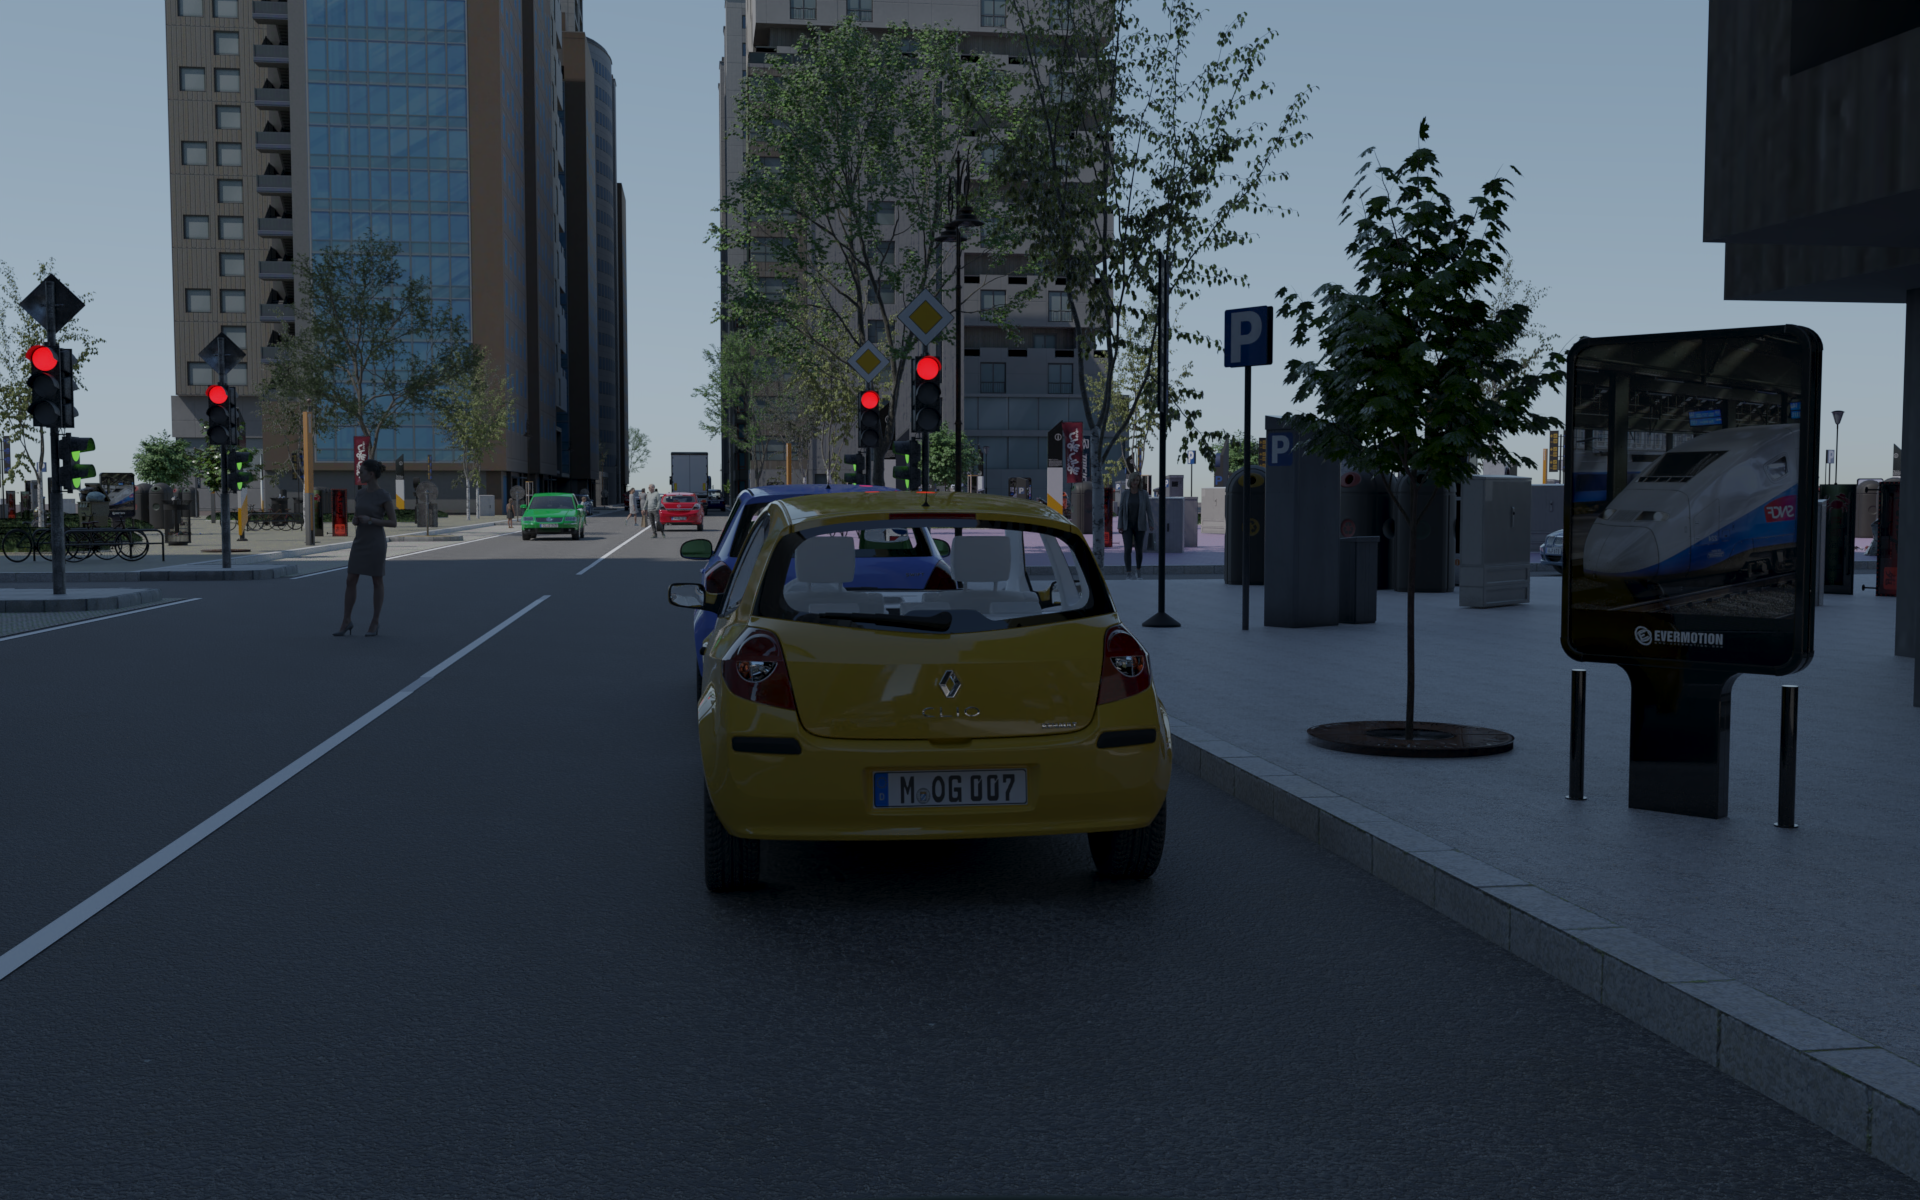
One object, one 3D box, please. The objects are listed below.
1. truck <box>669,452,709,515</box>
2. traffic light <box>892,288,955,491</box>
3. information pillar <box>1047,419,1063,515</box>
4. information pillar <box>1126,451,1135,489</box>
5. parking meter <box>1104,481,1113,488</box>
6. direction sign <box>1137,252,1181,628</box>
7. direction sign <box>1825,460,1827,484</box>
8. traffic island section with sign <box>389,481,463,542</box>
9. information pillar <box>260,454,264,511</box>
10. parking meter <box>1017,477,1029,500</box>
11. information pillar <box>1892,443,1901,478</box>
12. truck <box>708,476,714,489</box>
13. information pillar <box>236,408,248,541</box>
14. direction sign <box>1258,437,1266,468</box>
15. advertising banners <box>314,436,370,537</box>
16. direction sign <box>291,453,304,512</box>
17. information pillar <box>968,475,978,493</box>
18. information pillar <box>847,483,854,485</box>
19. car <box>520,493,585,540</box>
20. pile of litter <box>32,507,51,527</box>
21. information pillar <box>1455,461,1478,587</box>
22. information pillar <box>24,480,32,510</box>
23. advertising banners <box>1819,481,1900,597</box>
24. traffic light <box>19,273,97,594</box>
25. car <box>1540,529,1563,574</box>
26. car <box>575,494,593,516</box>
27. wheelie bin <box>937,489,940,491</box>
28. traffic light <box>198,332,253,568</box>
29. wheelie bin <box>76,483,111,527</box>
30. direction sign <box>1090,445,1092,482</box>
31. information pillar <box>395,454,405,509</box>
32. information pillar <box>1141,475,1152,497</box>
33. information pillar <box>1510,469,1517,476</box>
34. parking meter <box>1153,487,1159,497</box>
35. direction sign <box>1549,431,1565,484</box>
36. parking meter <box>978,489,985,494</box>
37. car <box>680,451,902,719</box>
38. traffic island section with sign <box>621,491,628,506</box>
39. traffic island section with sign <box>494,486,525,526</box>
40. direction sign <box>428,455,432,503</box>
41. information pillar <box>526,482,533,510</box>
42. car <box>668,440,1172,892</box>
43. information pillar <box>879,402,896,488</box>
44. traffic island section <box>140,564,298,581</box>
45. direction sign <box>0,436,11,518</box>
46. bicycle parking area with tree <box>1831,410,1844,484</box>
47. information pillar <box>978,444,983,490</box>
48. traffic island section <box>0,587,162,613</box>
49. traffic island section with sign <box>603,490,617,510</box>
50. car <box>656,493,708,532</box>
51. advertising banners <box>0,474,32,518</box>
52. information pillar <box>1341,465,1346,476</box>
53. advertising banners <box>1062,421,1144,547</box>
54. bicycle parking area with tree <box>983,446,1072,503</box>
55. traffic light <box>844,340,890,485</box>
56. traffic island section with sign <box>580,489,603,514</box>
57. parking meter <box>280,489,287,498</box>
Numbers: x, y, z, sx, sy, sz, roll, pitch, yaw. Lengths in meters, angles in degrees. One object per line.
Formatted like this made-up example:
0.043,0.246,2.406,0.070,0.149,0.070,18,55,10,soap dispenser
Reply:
-18.819,-8.046,120.464,2.839,4.237,11.283,-1,4,-9,truck
-0.494,-2.131,23.771,0.839,4.253,0.868,-1,4,-9,traffic light
2.998,-3.853,54.352,0.504,3.616,0.183,0,4,-5,information pillar
9.345,-6.335,94.935,0.504,3.616,0.183,1,4,8,information pillar
6.654,-4.421,77.999,0.399,1.863,0.255,3,5,43,parking meter
1.953,-1.510,16.690,0.379,3.537,0.876,1,4,12,direction sign
52.741,-6.946,105.557,0.379,3.537,0.876,2,4,28,direction sign
-16.211,-2.695,52.695,1.989,1.847,2.006,-1,4,-9,traffic island section with sign
-40.778,-6.717,101.178,0.183,3.616,0.504,-2,4,-28,information pillar
2.153,-3.277,59.293,0.399,1.863,0.255,1,4,22,parking meter
43.294,-5.421,79.992,0.183,3.616,0.504,-2,4,-30,information pillar
-36.881,-15.794,247.997,2.967,4.110,18.799,0,4,-7,truck
-19.612,-3.421,47.295,0.183,3.616,0.504,0,4,-2,information pillar
12.362,-4.733,69.381,0.876,3.537,0.379,-1,4,-14,direction sign
-18.721,-3.422,52.143,2.074,3.025,0.090,0,4,6,advertising banners
-36.418,-6.322,95.355,0.379,3.537,0.876,2,4,26,direction sign
0.500,-3.848,67.405,0.304,2.012,0.304,-1,4,-22,information pillar
-5.286,-4.849,83.778,0.304,2.012,0.304,0,4,7,information pillar
-12.918,-2.830,55.059,1.959,1.807,4.718,-1,4,-10,car
-30.484,-2.689,57.935,1.176,0.858,1.719,-1,4,-8,pile of litter
6.986,-1.198,24.078,0.304,2.012,0.304,3,5,39,information pillar
-49.531,-5.357,92.075,0.304,2.012,0.304,-2,4,-30,information pillar
11.657,-1.550,21.531,0.090,3.025,2.074,-3,4,-38,advertising banners
-11.527,-2.029,22.087,0.839,4.253,0.868,-1,4,-9,traffic light
12.452,-1.122,30.354,4.499,1.417,2.014,-1,4,-10,car
-25.672,-6.397,116.600,2.014,1.417,4.499,-1,4,-9,car
-1.466,-5.958,105.327,0.980,1.594,0.693,-3,5,-41,wheelie bin
-12.725,-2.511,29.982,0.839,4.253,0.868,-1,4,-9,traffic light
-24.217,-2.478,48.418,0.980,1.594,0.693,2,4,28,wheelie bin
5.652,-5.080,75.063,0.379,3.537,0.876,3,5,43,direction sign
-32.481,-6.676,100.512,0.504,3.616,0.183,0,4,6,information pillar
7.114,-3.766,66.064,0.304,2.012,0.304,2,4,35,information pillar
34.231,-7.086,107.215,0.504,3.616,0.183,3,4,38,information pillar
6.221,-2.802,54.221,0.372,1.533,0.369,0,3,0,parking meter
21.307,-4.251,61.499,0.379,3.537,0.876,-3,5,-41,direction sign
0.946,-4.373,79.904,0.372,1.533,0.369,0,3,0,parking meter
-0.980,-0.151,12.067,1.945,1.707,3.694,0,4,-8,car
-40.039,-12.302,209.766,1.989,1.847,2.006,-1,4,-9,traffic island section with sign
-20.256,-4.329,79.408,1.989,1.847,2.006,-1,4,-9,traffic island section with sign
-30.463,-6.579,99.570,0.379,3.537,0.876,-2,4,-29,direction sign
-25.388,-5.975,102.175,0.304,2.012,0.304,-3,5,-42,information pillar
-0.301,0.151,7.759,2.015,1.641,3.980,0,4,-8,car
-1.767,-3.074,41.610,0.504,3.616,0.183,0,4,-7,information pillar
-12.766,-0.479,30.111,2.009,0.180,2.903,-1,4,-9,traffic island section
-37.176,-4.604,67.264,0.876,3.537,0.379,1,4,20,direction sign
27.674,-4.382,58.648,8.231,4.147,9.016,-1,4,-9,bicycle parking area with tree
0.968,-5.493,81.161,0.183,3.616,0.504,-1,4,-21,information pillar
-11.568,0.004,22.216,2.009,0.180,2.903,-1,4,-9,traffic island section
-31.684,-8.936,154.726,1.989,1.847,2.006,-1,4,-9,traffic island section with sign
-10.962,-3.598,67.863,2.155,1.783,4.494,0,4,-8,car
-41.774,-4.896,76.234,0.090,3.025,2.074,1,4,19,advertising banners
7.726,-2.637,34.462,0.504,3.616,0.183,0,4,-3,information pillar
3.473,-2.785,41.725,2.074,3.025,0.090,1,4,10,advertising banners
4.166,-7.179,104.384,8.231,4.147,9.016,0,4,6,bicycle parking area with tree
-1.692,-2.614,31.666,0.839,4.253,0.868,-1,4,-9,traffic light
-27.525,-7.256,127.260,1.989,1.847,2.006,-1,4,-9,traffic island section with sign
-37.516,-5.360,96.040,0.372,1.533,0.369,0,3,0,parking meter
